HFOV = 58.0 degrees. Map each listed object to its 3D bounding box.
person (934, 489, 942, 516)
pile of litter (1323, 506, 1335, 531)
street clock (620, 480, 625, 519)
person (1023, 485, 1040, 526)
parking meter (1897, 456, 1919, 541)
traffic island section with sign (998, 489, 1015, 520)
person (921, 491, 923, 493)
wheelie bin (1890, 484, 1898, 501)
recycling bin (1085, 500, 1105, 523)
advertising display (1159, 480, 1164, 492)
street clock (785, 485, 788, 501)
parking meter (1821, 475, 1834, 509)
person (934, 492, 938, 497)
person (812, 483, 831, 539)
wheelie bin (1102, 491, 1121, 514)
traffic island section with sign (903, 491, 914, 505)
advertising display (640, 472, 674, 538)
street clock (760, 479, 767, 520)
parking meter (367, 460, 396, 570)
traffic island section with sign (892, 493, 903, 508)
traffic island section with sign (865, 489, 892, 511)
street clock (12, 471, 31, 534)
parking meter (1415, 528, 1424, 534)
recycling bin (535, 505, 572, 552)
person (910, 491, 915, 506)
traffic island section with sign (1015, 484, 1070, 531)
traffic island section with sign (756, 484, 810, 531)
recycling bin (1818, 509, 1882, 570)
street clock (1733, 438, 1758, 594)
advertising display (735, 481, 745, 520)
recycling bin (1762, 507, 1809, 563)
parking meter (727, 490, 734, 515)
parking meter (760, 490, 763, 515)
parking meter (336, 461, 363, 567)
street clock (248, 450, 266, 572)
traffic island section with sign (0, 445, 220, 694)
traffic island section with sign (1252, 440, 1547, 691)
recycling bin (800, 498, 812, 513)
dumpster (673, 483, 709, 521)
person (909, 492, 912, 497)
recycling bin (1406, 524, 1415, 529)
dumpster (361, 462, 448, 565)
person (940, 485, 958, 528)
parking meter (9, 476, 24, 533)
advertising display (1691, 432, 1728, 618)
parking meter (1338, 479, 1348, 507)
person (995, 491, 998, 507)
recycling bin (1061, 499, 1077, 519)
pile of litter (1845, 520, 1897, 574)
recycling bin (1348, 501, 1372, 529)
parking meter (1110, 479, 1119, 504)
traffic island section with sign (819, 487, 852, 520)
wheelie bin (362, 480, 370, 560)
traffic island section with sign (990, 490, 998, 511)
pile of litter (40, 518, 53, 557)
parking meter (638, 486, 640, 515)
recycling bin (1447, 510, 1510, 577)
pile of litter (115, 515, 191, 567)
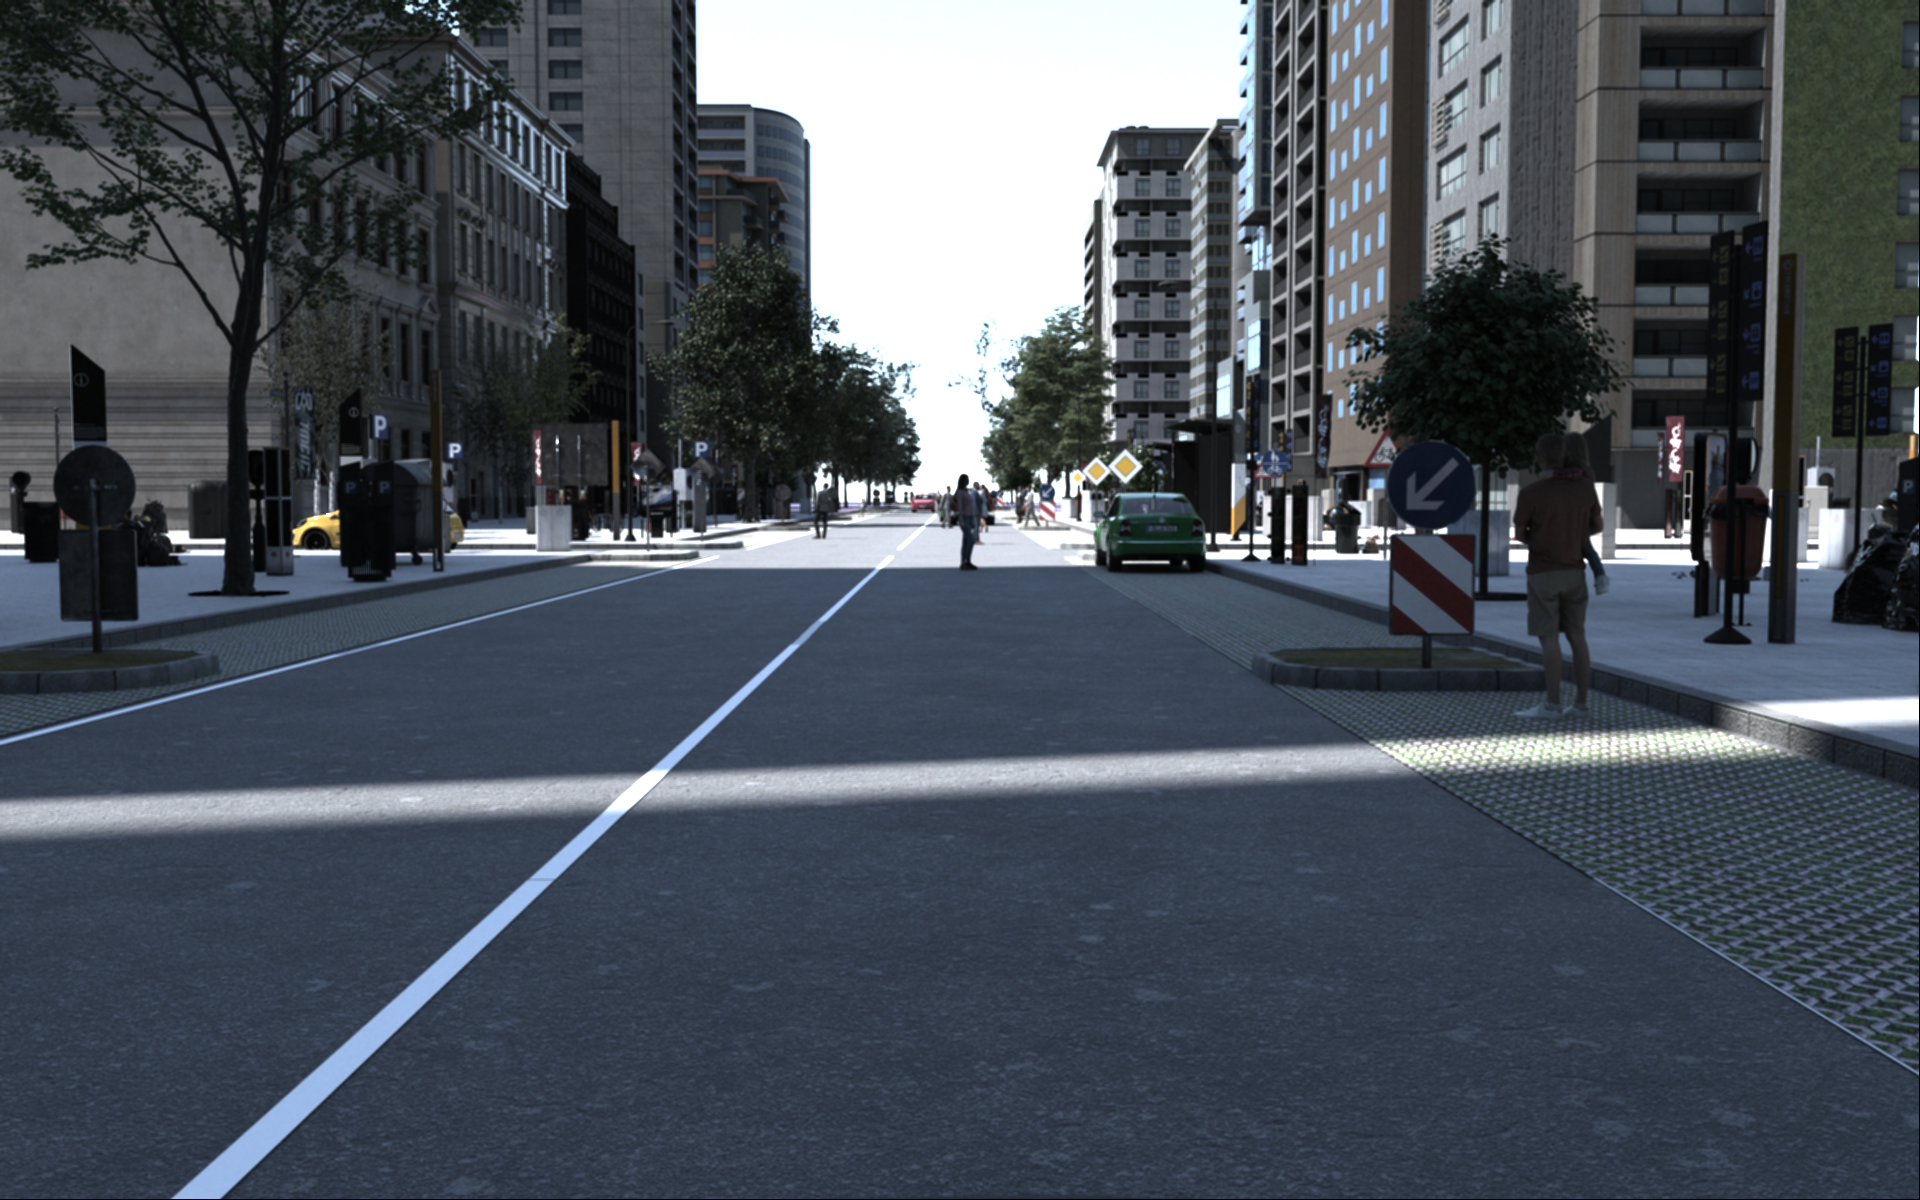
[{"bbox_3d":[-1.387,-6.298,112.018,0.519,1.759,0.362,0,4,-7],"label":"person"},{"bbox_3d":[12.810,-2.859,60.709,1.719,0.858,1.176,-3,4,-36],"label":"pile of litter"},{"bbox_3d":[-17.524,-5.220,89.918,0.358,2.002,0.471,0,4,-3],"label":"street clock"},{"bbox_3d":[2.944,-3.864,71.953,0.850,1.792,0.678,-1,4,-9],"label":"person"},{"bbox_3d":[14.779,-1.295,26.876,0.255,1.863,0.399,-1,4,-21],"label":"parking meter"},{"bbox_3d":[3.283,-5.343,95.990,1.989,1.847,2.006,0,3,0],"label":"traffic island section with sign"},{"bbox_3d":[-5.455,-14.620,247.552,0.705,1.822,1.348,-1,4,-9],"label":"person"},{"bbox_3d":[28.207,-2.679,51.709,0.980,1.594,0.693,-1,4,-14],"label":"wheelie bin"},{"bbox_3d":[5.961,-3.906,76.412,0.722,1.027,0.722,-1,4,-14],"label":"recycling bin"},{"bbox_3d":[8.883,-4.393,77.036,0.123,1.923,0.974,1,4,22],"label":"advertising display"},{"bbox_3d":[-9.701,-5.582,95.840,0.471,2.002,0.358,-1,4,-12],"label":"street clock"},{"bbox_3d":[27.117,-2.965,54.183,0.399,1.863,0.255,-3,5,-39],"label":"parking meter"},{"bbox_3d":[-2.967,-13.558,230.997,1.217,1.723,0.721,0,4,-6],"label":"person"},{"bbox_3d":[-4.451,-2.874,55.671,0.592,1.802,0.473,-1,4,-21],"label":"person"},{"bbox_3d":[7.000,-4.407,79.963,0.980,1.594,0.693,2,4,34],"label":"wheelie bin"},{"bbox_3d":[-7.021,-13.407,227.835,1.989,1.847,2.006,0,3,0],"label":"traffic island section with sign"},{"bbox_3d":[-8.904,-2.791,50.851,0.974,1.923,0.123,-1,4,-14],"label":"advertising display"},{"bbox_3d":[-9.664,-4.934,85.235,0.358,2.002,0.471,1,4,16],"label":"street clock"},{"bbox_3d":[-9.820,-1.449,29.397,0.399,1.863,0.255,-3,4,-38],"label":"parking meter"},{"bbox_3d":[-6.996,-10.062,173.148,1.989,1.847,2.006,0,3,0],"label":"traffic island section with sign"},{"bbox_3d":[-6.971,-8.414,146.193,1.989,1.847,2.006,0,3,0],"label":"traffic island section with sign"},{"bbox_3d":[-29.857,-3.094,55.149,0.471,2.002,0.358,0,4,2],"label":"street clock"},{"bbox_3d":[14.625,-3.013,54.975,0.399,1.863,0.255,1,4,23],"label":"parking meter"},{"bbox_3d":[-9.062,-1.596,38.655,0.722,1.027,0.722,0,4,-7],"label":"recycling bin"},{"bbox_3d":[-5.609,-12.058,205.653,0.705,1.823,1.348,3,4,36],"label":"person"},{"bbox_3d":[3.303,-3.658,68.436,1.989,1.847,2.006,0,3,0],"label":"traffic island section with sign"},{"bbox_3d":[-6.913,-3.620,67.820,1.989,1.847,2.006,0,3,0],"label":"traffic island section with sign"},{"bbox_3d":[15.210,-1.043,29.603,0.722,1.027,0.722,0,4,-5],"label":"recycling bin"},{"bbox_3d":[10.081,-1.086,22.325,0.358,2.002,0.471,3,5,41],"label":"street clock"},{"bbox_3d":[-10.777,-4.872,84.871,0.123,1.923,0.974,1,4,18],"label":"advertising display"},{"bbox_3d":[15.372,-1.218,32.463,0.722,1.027,0.722,0,4,-4],"label":"recycling bin"},{"bbox_3d":[-14.063,-5.974,106.083,0.372,1.533,0.369,0,3,0],"label":"parking meter"},{"bbox_3d":[-12.064,-5.983,106.232,0.372,1.533,0.369,0,3,0],"label":"parking meter"},{"bbox_3d":[-10.796,-1.523,30.620,0.399,1.863,0.255,-2,4,-25],"label":"parking meter"},{"bbox_3d":[-11.549,-1.464,28.514,0.471,2.002,0.358,0,4,-2],"label":"street clock"},{"bbox_3d":[-6.882,-0.284,13.268,1.989,1.847,2.006,0,3,0],"label":"traffic island section with sign"},{"bbox_3d":[3.339,-0.295,13.444,1.989,1.847,2.006,0,3,0],"label":"traffic island section with sign"},{"bbox_3d":[-10.216,-6.249,114.730,0.722,1.027,0.722,0,4,-1],"label":"recycling bin"},{"bbox_3d":[-10.204,-3.785,64.378,1.502,2.255,1.985,0,3,0],"label":"dumpster"},{"bbox_3d":[-6.936,-14.555,247.201,0.721,1.743,1.217,2,4,34],"label":"person"},{"bbox_3d":[16.577,-3.153,64.109,0.722,1.027,0.722,2,4,23],"label":"recycling bin"},{"bbox_3d":[-10.274,-1.592,31.788,1.264,1.857,1.865,0,3,0],"label":"dumpster"},{"bbox_3d":[-0.518,-3.896,72.472,0.850,1.792,0.678,3,5,40],"label":"person"},{"bbox_3d":[-30.903,-3.123,56.780,0.399,1.863,0.255,2,4,26],"label":"parking meter"},{"bbox_3d":[7.909,-0.799,18.285,0.123,1.923,0.974,3,4,36],"label":"advertising display"},{"bbox_3d":[14.622,-3.698,66.181,0.255,1.863,0.399,-1,4,-17],"label":"parking meter"},{"bbox_3d":[3.698,-10.425,179.626,1.217,1.739,0.721,-2,4,-24],"label":"person"},{"bbox_3d":[5.817,-4.802,91.068,0.722,1.027,0.722,-3,5,-40],"label":"recycling bin"},{"bbox_3d":[15.128,-0.859,28.015,1.719,0.858,1.176,0,4,3],"label":"pile of litter"},{"bbox_3d":[14.576,-3.094,63.140,0.722,1.027,0.722,2,4,26],"label":"recycling bin"},{"bbox_3d":[5.823,-3.641,65.245,0.255,1.863,0.399,2,4,25],"label":"parking meter"},{"bbox_3d":[-6.932,-5.269,94.775,1.989,1.847,2.006,0,3,0],"label":"traffic island section with sign"},{"bbox_3d":[-11.502,-1.576,33.673,0.693,1.594,0.980,0,4,-6],"label":"wheelie bin"},{"bbox_3d":[3.268,-8.386,145.744,1.989,1.847,2.006,0,3,0],"label":"traffic island section with sign"},{"bbox_3d":[-18.242,-1.294,35.120,1.176,0.858,1.719,-1,4,-23],"label":"pile of litter"},{"bbox_3d":[-19.260,-6.003,103.862,0.399,1.863,0.255,1,4,17],"label":"parking meter"},{"bbox_3d":[8.161,-0.900,27.277,0.722,1.027,0.722,-3,5,-39],"label":"recycling bin"},{"bbox_3d":[-14.764,-1.035,30.894,1.719,0.858,1.176,-1,4,-9],"label":"pile of litter"}]
